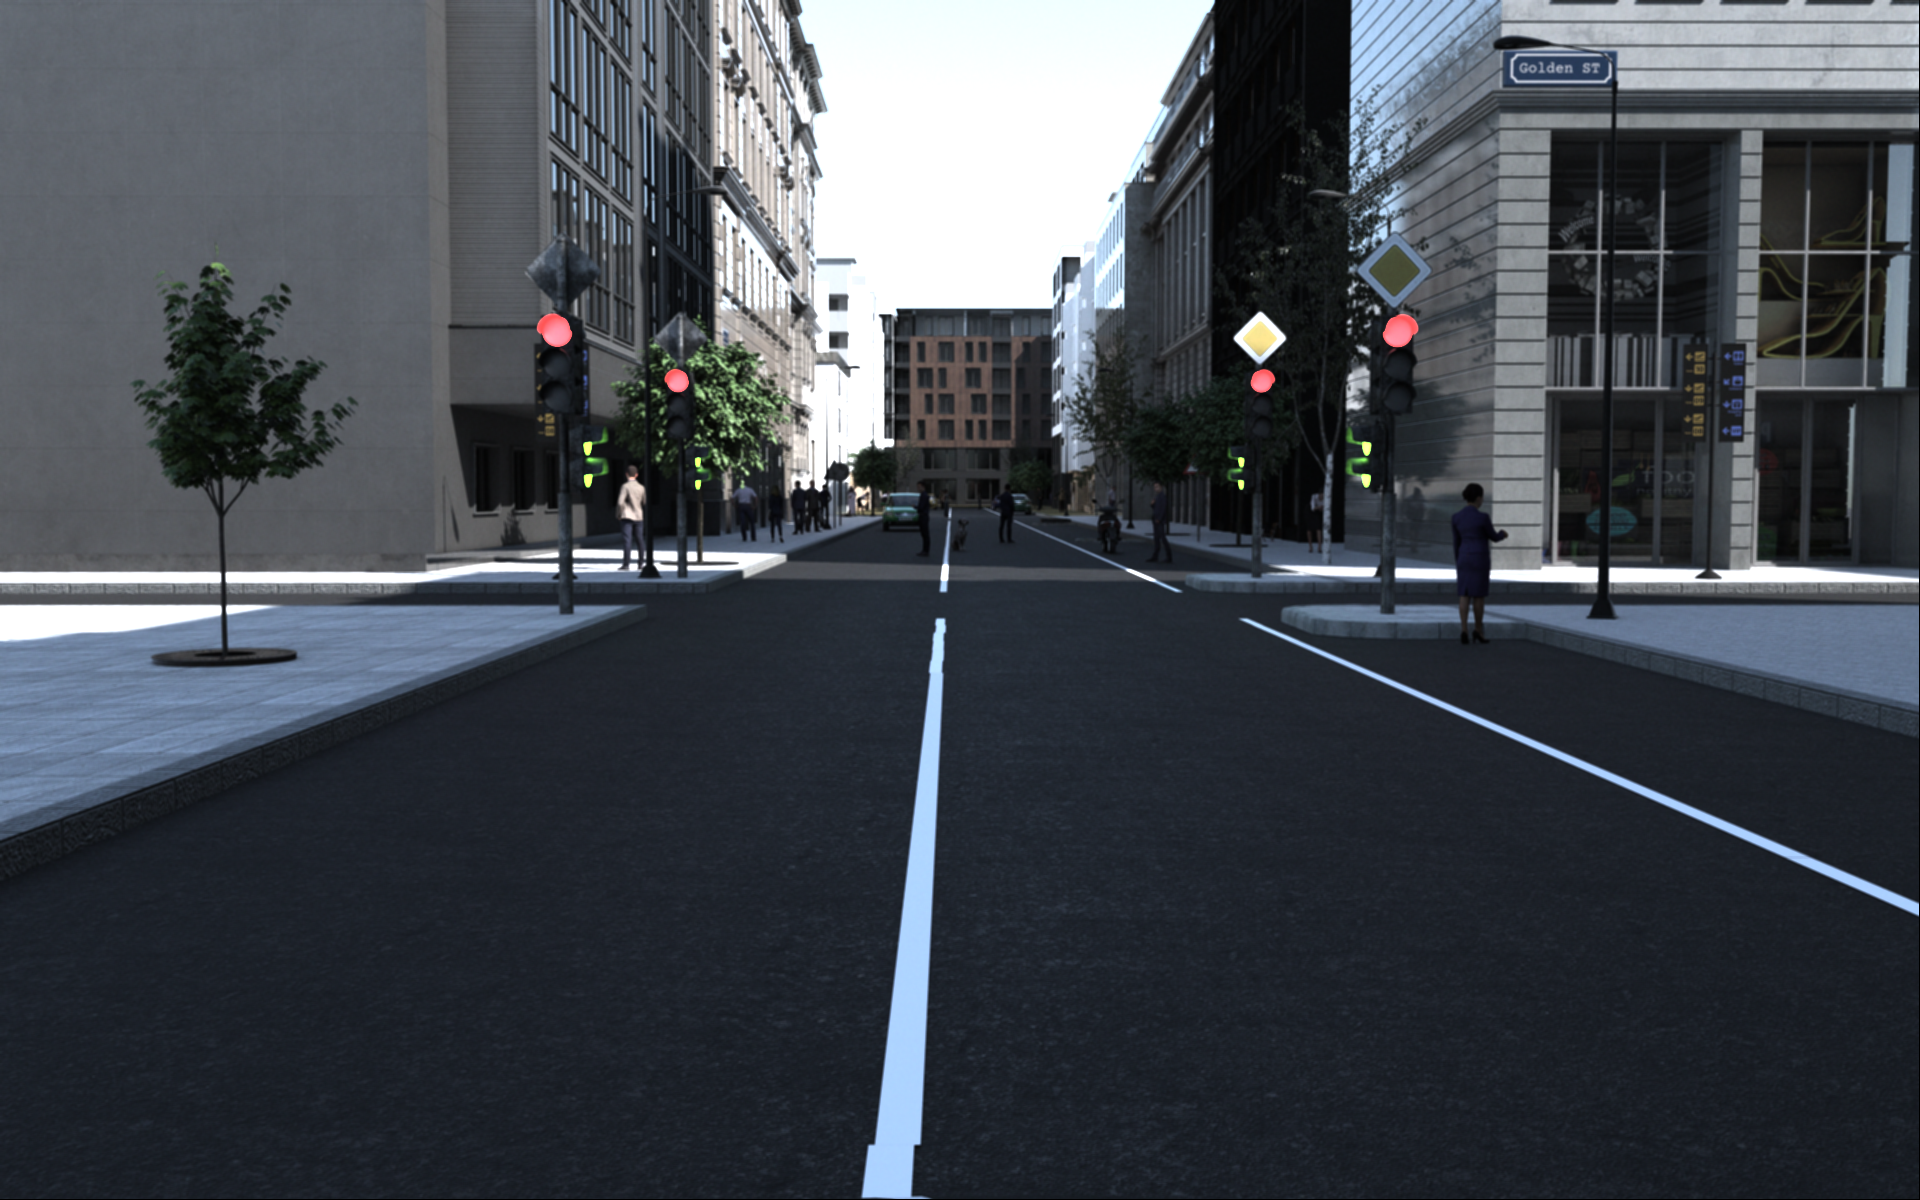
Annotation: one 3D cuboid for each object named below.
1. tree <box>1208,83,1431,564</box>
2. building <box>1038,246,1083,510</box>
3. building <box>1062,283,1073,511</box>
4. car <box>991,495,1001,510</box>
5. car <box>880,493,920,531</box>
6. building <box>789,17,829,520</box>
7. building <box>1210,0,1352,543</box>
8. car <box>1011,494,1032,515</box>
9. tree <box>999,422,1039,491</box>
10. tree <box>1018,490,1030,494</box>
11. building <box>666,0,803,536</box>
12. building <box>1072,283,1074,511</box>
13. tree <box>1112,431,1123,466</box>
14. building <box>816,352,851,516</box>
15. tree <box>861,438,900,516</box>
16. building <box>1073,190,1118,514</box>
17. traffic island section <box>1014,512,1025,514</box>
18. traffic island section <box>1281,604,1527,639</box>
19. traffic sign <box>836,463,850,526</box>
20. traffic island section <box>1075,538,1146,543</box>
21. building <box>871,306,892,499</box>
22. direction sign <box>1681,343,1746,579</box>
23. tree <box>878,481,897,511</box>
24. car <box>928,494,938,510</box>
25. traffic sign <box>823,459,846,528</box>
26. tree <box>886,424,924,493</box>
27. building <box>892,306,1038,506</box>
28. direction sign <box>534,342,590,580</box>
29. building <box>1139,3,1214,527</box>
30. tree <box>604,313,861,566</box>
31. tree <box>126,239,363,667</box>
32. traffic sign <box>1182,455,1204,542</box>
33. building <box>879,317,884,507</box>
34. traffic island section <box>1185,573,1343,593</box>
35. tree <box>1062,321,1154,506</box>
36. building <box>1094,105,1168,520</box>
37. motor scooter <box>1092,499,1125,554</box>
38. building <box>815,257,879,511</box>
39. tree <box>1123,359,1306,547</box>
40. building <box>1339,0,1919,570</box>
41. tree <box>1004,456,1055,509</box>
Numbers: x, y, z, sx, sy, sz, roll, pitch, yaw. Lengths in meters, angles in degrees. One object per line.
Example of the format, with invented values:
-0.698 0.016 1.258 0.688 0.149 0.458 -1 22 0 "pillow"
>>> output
6.722 -4.982 31.819 4.360 8.622 3.978 0 3 0 "tree"
22.228 -19.264 158.938 27.936 21.610 32.646 0 4 0 "building"
16.195 -17.160 136.983 16.016 20.091 11.380 0 4 0 "building"
3.692 -8.561 152.560 1.945 1.354 3.894 0 4 -2 "car"
-2.171 -3.652 68.513 1.959 1.807 4.718 0 4 -2 "car"
-14.438 -18.472 89.410 14.401 28.519 23.554 0 4 0 "building"
15.028 -13.644 52.753 12.332 23.373 15.834 0 4 0 "building"
3.951 -6.604 119.781 2.131 1.459 4.920 0 4 -2 "car"
6.250 -13.927 178.076 4.360 8.622 3.978 0 3 0 "tree"
6.271 -10.755 170.441 1.663 3.219 1.824 0 3 0 "tree"
-13.045 -16.334 64.321 12.463 27.353 25.104 0 4 0 "building"
16.775 -16.465 125.627 16.016 20.091 11.380 0 4 0 "building"
6.457 -4.314 54.249 4.285 4.588 4.351 0 3 0 "tree"
-11.832 -10.639 116.094 9.099 9.664 28.070 0 4 0 "building"
-5.192 -7.219 101.737 4.285 4.588 4.351 0 3 0 "tree"
16.030 -15.743 113.818 16.016 20.091 11.380 0 4 0 "building"
4.082 -6.454 128.386 1.991 0.108 1.994 0 4 0 "traffic island section"
4.609 0.226 18.582 2.009 0.180 2.903 0 4 0 "traffic island section"
-4.853 -4.285 70.171 0.768 2.556 0.104 0 4 8 "traffic sign"
4.445 -1.755 51.563 1.991 0.108 1.994 0 4 0 "traffic island section"
-23.645 -21.873 201.606 32.646 21.610 27.936 0 4 0 "building"
11.350 -2.089 26.151 0.876 3.537 0.379 1 4 13 "direction sign"
-5.636 -8.429 132.413 1.663 3.219 1.824 0 3 0 "tree"
-2.940 -8.992 157.234 2.015 1.641 3.980 0 4 1 "car"
-4.678 -3.949 64.575 0.884 2.594 0.081 0 4 3 "traffic sign"
-5.593 -14.007 179.384 4.360 8.622 3.978 0 3 0 "tree"
9.176 -21.814 200.637 32.646 21.610 27.936 0 4 0 "building"
-5.968 -2.083 26.051 0.876 3.537 0.379 1 4 12 "direction sign"
15.416 -14.123 72.707 13.314 21.916 24.055 0 4 0 "building"
-4.705 -2.920 31.455 4.285 4.588 4.351 0 3 0 "tree"
-5.686 -1.133 13.121 1.663 3.219 1.824 0 3 0 "tree"
6.398 -2.836 46.379 0.884 2.594 0.081 0 4 8 "traffic sign"
-13.221 -19.035 167.636 11.380 20.091 16.016 0 4 0 "building"
4.571 -0.262 26.567 2.009 0.180 2.903 0 4 0 "traffic island section"
6.334 -7.580 74.301 4.737 8.622 4.395 0 3 0 "tree"
13.163 -14.582 93.165 10.420 20.320 16.860 0 4 0 "building"
3.646 -1.812 42.396 0.815 1.314 1.986 0 4 -1 "motor scooter"
-14.868 -17.099 135.995 16.016 20.091 11.380 0 4 0 "building"
6.758 -3.587 42.361 4.285 4.588 4.351 0 3 0 "tree"
23.614 -15.664 33.598 29.804 29.767 11.434 0 4 0 "building"
6.432 -10.063 148.238 4.285 4.588 4.351 0 3 0 "tree"
